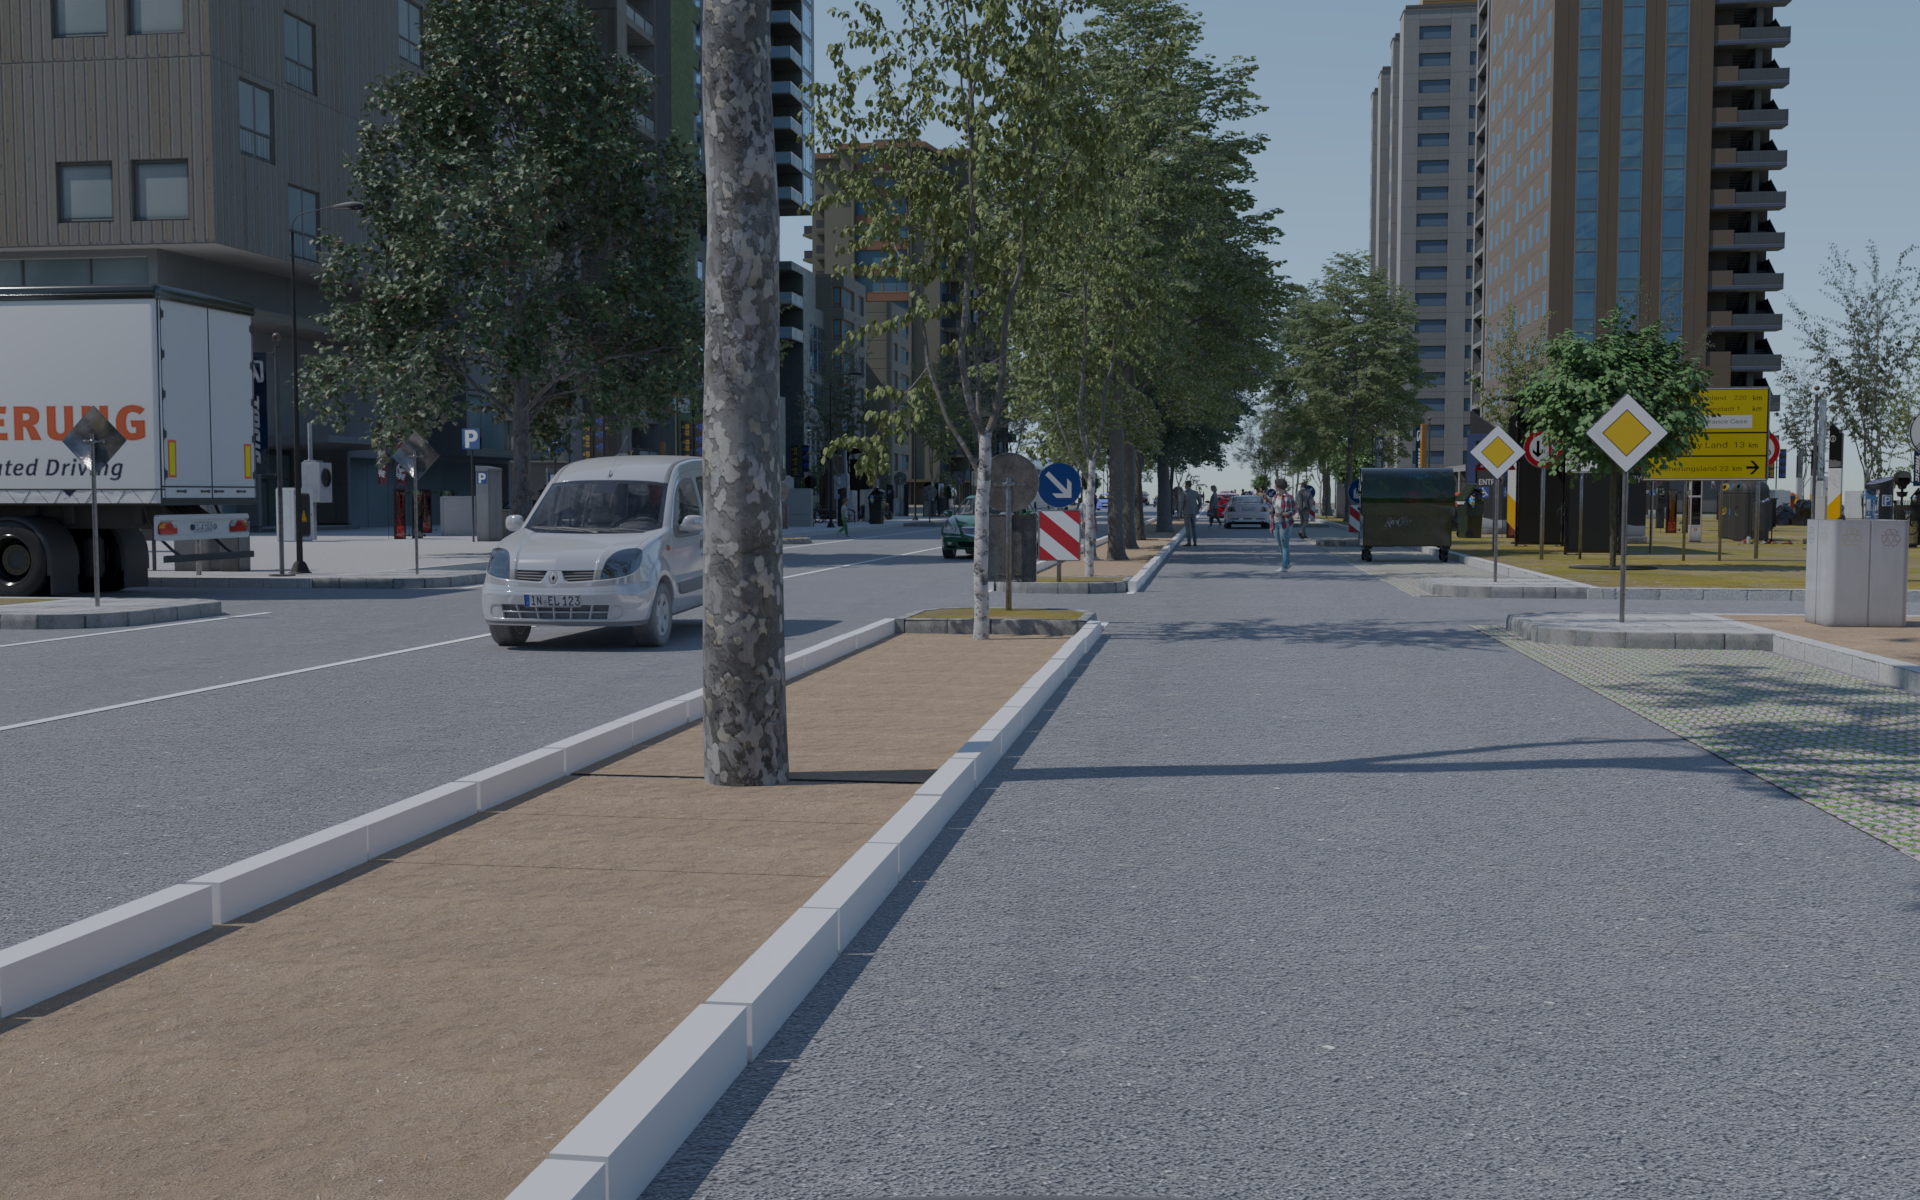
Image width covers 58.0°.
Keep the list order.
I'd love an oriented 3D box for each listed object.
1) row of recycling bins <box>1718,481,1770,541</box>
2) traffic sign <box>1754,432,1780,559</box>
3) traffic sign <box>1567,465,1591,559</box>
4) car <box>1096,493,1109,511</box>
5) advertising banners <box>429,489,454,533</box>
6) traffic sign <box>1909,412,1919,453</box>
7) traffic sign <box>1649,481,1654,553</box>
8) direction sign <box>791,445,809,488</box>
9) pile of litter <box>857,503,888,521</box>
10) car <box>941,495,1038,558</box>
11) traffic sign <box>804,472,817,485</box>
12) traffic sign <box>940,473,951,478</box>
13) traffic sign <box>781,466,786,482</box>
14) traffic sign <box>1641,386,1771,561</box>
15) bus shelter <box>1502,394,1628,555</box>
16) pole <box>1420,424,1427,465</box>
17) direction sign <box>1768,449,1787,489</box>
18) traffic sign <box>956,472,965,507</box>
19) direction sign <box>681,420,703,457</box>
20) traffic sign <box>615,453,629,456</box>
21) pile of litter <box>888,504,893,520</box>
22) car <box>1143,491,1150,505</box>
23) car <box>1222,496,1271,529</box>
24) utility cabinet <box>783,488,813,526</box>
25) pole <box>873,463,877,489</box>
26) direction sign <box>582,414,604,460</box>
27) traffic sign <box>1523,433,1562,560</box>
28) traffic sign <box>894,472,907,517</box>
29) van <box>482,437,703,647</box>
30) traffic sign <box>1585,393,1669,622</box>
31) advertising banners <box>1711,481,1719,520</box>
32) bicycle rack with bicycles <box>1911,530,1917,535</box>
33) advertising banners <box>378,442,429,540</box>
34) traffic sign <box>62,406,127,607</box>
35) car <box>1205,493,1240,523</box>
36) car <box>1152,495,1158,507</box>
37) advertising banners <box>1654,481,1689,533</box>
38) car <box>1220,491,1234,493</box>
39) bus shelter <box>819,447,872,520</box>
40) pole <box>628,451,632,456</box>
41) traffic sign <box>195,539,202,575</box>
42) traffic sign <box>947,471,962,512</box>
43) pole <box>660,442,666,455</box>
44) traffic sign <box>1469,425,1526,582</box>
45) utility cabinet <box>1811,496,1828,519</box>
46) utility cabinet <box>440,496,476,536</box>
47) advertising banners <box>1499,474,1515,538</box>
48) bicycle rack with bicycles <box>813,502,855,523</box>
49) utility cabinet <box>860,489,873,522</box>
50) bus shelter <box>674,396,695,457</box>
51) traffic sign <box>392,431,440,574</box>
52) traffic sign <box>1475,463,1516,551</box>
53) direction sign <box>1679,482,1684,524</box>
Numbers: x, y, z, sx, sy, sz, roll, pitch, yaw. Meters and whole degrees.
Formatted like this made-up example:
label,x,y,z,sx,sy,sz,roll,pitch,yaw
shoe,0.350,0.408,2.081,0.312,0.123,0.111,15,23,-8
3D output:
label,x,y,z,sx,sy,sz,roll,pitch,yaw
row of recycling bins,21.934,-2.525,48.396,1.069,1.692,3.534,1,4,16
traffic sign,15.805,-2.092,34.313,0.768,2.556,0.104,1,4,12
traffic sign,12.182,-1.947,33.970,0.606,2.300,0.079,1,4,13
car,12.763,-8.622,150.554,1.945,1.707,3.694,0,4,8
advertising banners,-17.628,-3.721,57.020,2.074,3.025,0.090,0,4,-7
traffic sign,14.014,-1.515,24.882,0.768,2.556,0.104,1,4,14
traffic sign,15.017,-2.299,37.588,0.884,2.594,0.081,1,4,18
direction sign,-7.374,-5.375,79.879,0.876,3.537,0.379,1,4,16
pile of litter,-4.394,-4.139,81.638,1.719,0.858,1.176,0,4,-2
car,0.786,-1.726,40.026,2.131,1.459,4.920,1,4,10
traffic sign,-6.807,-4.700,78.979,0.606,2.300,0.079,1,4,9
traffic sign,-0.856,-6.228,101.936,0.768,2.556,0.104,1,4,12
traffic sign,-8.167,-4.747,77.715,0.768,2.556,0.104,1,4,10
traffic sign,14.203,-2.397,33.068,2.265,3.308,0.079,1,4,13
bus shelter,13.683,-2.941,39.372,1.731,3.624,6.357,1,4,8
pole,13.548,-3.476,50.676,0.158,3.312,0.155,0,3,0
direction sign,40.962,-5.806,86.928,0.876,3.537,0.379,1,4,21
traffic sign,-0.064,-6.201,101.498,0.768,2.556,0.104,1,4,14
direction sign,-8.209,-3.748,53.279,0.876,3.537,0.379,2,4,30
traffic sign,-10.432,-3.265,53.484,0.768,2.556,0.104,1,4,17
pile of litter,-3.935,-4.379,85.567,1.176,0.858,1.719,2,4,32
car,22.970,-12.931,220.090,2.281,1.827,5.304,1,4,10
car,12.102,-3.717,73.140,2.083,1.381,4.827,0,4,8
utility cabinet,-6.401,-3.653,68.412,1.173,1.500,0.318,1,4,13
pole,-4.877,-6.451,99.320,0.158,3.312,0.155,0,3,0
direction sign,-10.413,-3.499,49.201,0.876,3.537,0.379,2,4,35
traffic sign,11.363,-2.059,33.769,0.768,2.556,0.104,1,4,10
traffic sign,-3.402,-6.012,98.408,0.768,2.556,0.104,1,4,13
van,-3.425,-0.649,17.624,2.013,2.044,4.112,0,4,7
traffic sign,6.616,-0.833,17.256,0.795,2.450,0.064,1,4,8
advertising banners,38.049,-5.536,86.703,2.074,3.025,0.090,-3,5,-40
bicycle rack with bicycles,30.990,-2.435,53.193,2.852,0.926,2.925,0,4,-7
advertising banners,-15.926,-3.245,49.237,0.090,3.025,2.074,1,4,22
traffic sign,-9.845,-0.983,19.713,0.795,2.450,0.064,1,4,8
car,13.431,-4.786,87.284,2.155,1.783,4.494,0,4,8
car,21.769,-10.688,187.329,1.945,1.354,3.894,0,4,7
advertising banners,23.403,-3.711,56.870,2.074,3.025,0.090,-2,4,-27
car,29.033,-10.996,188.449,2.281,1.827,5.304,0,4,7
bus shelter,-5.723,-5.974,88.965,1.731,3.624,6.357,1,4,8
pole,-15.707,-5.417,82.412,0.158,3.312,0.155,0,3,0
traffic sign,-12.039,-1.664,27.318,0.768,2.556,0.104,1,4,10
traffic sign,-0.315,-6.053,98.968,0.884,2.594,0.081,1,4,11
pole,-11.545,-4.501,67.434,0.158,3.312,0.155,0,3,0
traffic sign,7.790,-1.316,25.154,0.795,2.450,0.064,1,4,8
utility cabinet,34.114,-3.512,68.575,0.306,1.237,1.020,0,4,-2
utility cabinet,-15.379,-2.563,53.069,1.020,1.237,0.306,-2,4,-35
advertising banners,16.087,-3.316,50.402,2.074,3.025,0.090,-3,5,-40
bicycle rack with bicycles,-5.880,-3.870,76.661,2.925,0.926,2.852,-1,4,-14
utility cabinet,-4.711,-4.810,87.324,0.318,1.500,1.173,1,4,15
bus shelter,-8.891,-5.296,64.216,2.179,5.291,8.768,1,4,8
traffic sign,-8.671,-1.466,27.612,0.795,2.450,0.064,1,4,8
traffic sign,11.984,-2.374,38.825,0.884,2.594,0.081,1,4,15
direction sign,31.105,-5.038,74.371,0.379,3.537,0.876,3,4,38
